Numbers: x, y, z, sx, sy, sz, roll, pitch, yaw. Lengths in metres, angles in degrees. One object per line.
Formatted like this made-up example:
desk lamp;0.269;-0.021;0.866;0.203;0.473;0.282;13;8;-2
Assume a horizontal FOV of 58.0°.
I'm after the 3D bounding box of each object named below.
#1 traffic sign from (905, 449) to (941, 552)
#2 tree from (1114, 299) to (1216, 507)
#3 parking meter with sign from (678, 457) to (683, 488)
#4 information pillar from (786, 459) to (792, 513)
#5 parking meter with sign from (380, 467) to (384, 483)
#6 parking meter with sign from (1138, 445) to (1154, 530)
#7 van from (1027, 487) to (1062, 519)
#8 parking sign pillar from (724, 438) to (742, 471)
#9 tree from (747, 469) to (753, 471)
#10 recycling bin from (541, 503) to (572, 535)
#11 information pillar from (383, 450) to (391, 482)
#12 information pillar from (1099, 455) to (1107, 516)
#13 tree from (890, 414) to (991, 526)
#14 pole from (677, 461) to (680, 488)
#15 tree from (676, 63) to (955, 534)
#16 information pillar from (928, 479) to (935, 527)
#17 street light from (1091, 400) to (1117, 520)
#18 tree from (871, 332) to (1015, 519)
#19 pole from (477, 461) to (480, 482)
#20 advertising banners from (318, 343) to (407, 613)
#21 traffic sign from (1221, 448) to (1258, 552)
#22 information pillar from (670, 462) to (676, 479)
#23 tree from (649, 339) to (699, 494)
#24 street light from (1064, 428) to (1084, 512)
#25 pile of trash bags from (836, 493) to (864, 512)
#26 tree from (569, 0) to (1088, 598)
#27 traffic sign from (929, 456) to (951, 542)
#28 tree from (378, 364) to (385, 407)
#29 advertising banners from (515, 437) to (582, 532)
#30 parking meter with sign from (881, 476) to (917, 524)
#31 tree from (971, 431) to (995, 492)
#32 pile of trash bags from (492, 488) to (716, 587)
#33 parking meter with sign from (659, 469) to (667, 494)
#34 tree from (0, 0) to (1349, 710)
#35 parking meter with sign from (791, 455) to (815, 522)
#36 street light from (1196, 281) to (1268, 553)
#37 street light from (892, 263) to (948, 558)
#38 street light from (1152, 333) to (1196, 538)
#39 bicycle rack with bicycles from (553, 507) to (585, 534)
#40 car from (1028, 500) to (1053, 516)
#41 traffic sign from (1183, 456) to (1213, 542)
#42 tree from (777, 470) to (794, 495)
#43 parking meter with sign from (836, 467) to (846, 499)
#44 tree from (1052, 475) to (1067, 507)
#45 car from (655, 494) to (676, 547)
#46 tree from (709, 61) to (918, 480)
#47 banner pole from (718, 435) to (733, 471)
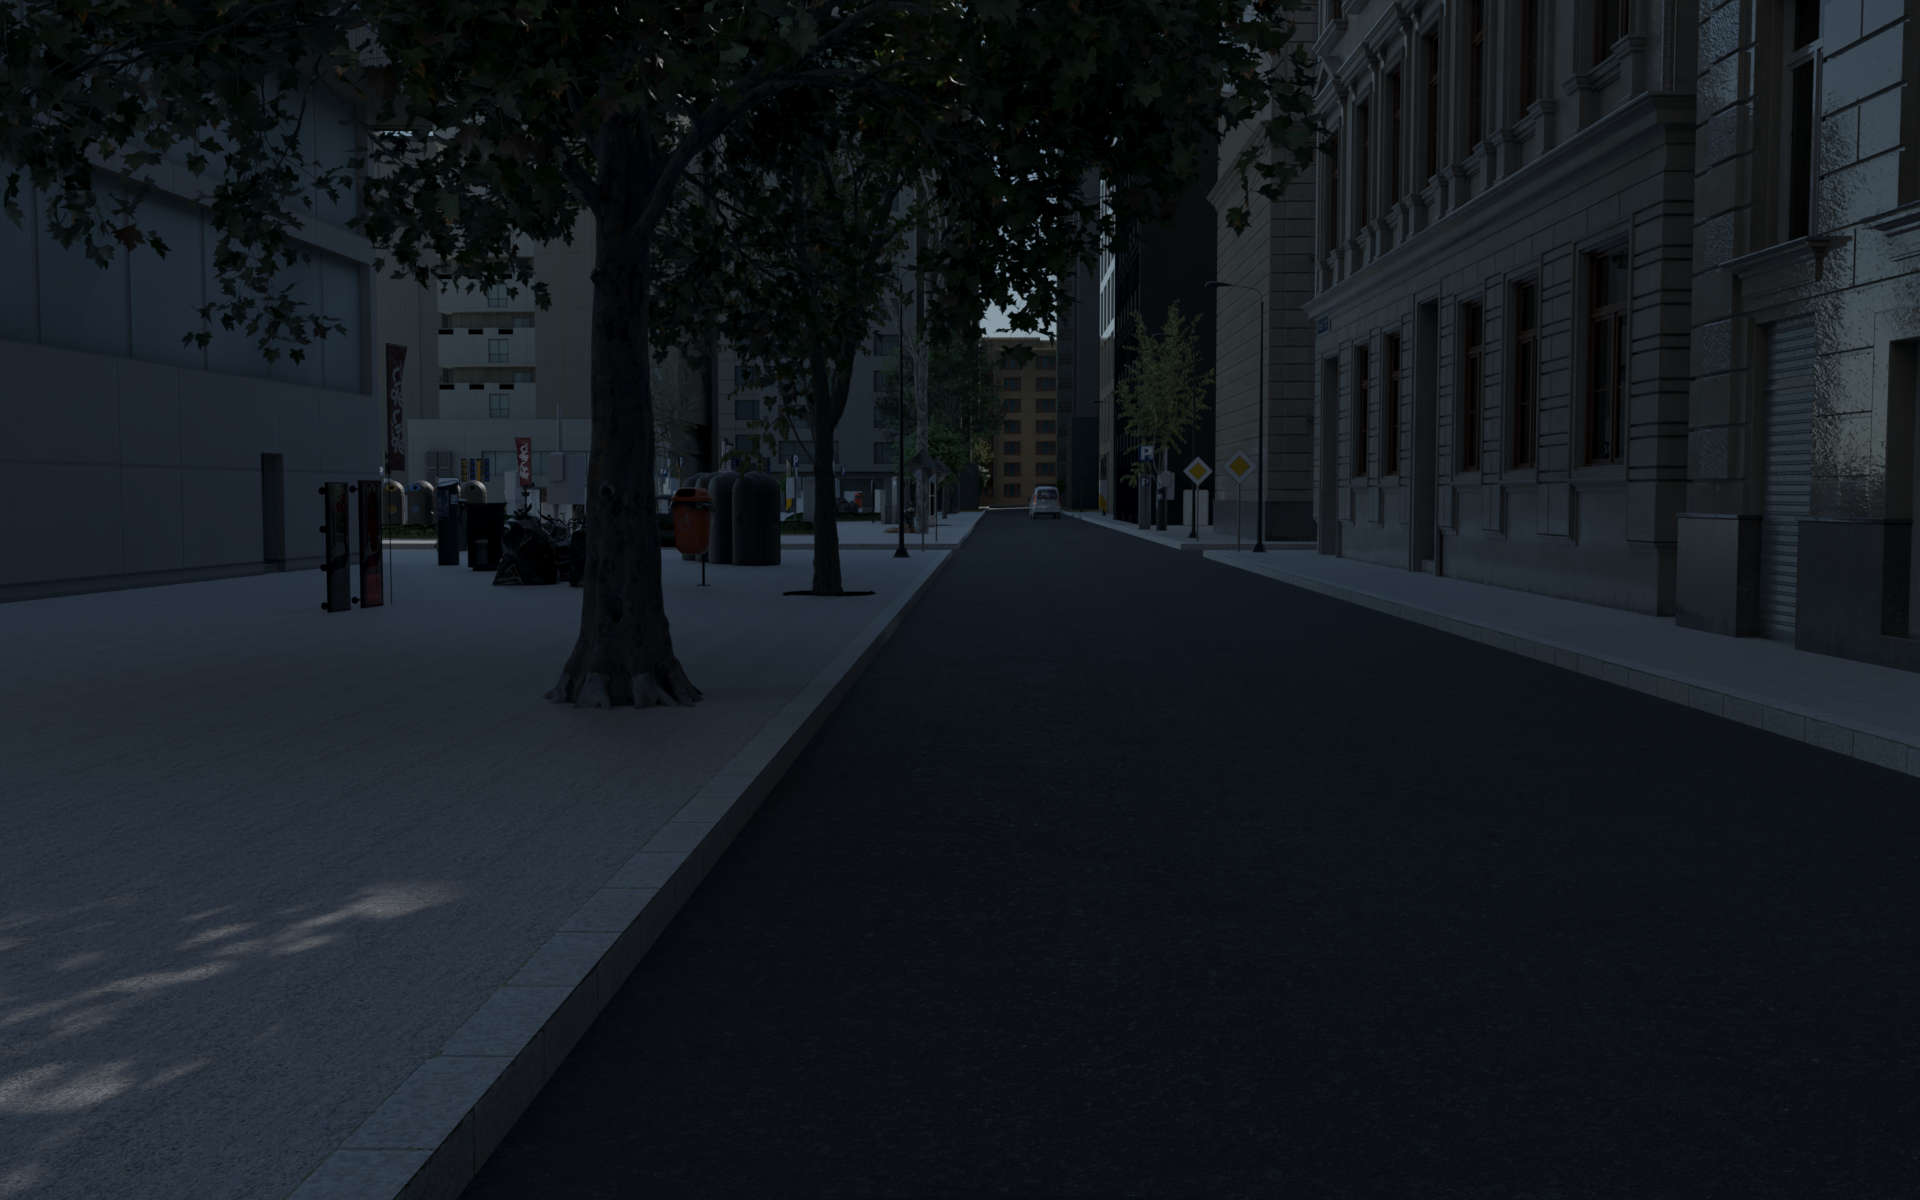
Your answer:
traffic sign;-0.815;-2.115;38.215;0.795;2.450;0.064;0;4;1
tree;7.674;-7.098;66.414;4.737;8.622;4.395;0;3;0
parking meter with sign;-12.197;-5.158;80.600;1.738;3.016;0.543;0;4;5
information pillar;-11.370;-7.569;115.114;0.183;3.616;0.504;-3;5;-42
parking meter with sign;-36.431;-6.998;110.672;0.543;3.016;1.738;1;4;22
parking meter with sign;6.739;-4.078;62.943;0.543;3.016;1.738;0;4;5
van;4.951;-5.740;100.857;2.013;2.044;4.112;0;4;-1
parking sign pillar;-10.886;-5.797;83.253;1.447;3.967;1.447;1;4;16
tree;-14.854;-7.641;119.536;1.663;3.219;1.824;0;3;0
recycling bin;-11.805;-2.334;50.722;0.722;1.027;0.722;0;4;5
information pillar;-30.636;-6.198;92.696;0.183;3.616;0.504;2;4;25
information pillar;8.526;-6.839;103.167;0.504;3.616;0.183;-2;4;-30
tree;-1.002;-5.294;70.278;4.285;4.588;4.351;0;3;0
pole;-17.526;-6.975;107.891;0.158;3.312;0.155;0;3;0
tree;-2.441;-12.238;55.972;12.611;20.169;13.585;0;3;0
information pillar;-1.185;-3.819;66.929;0.304;2.012;0.304;3;4;38
street light;7.207;-6.937;85.963;1.470;5.913;1.316;0;4;1
tree;-0.979;-9.443;88.799;8.767;10.594;7.601;2;4;27
pole;-30.023;-6.987;108.076;0.158;3.312;0.155;0;3;0
advertising banners;-6.686;-1.429;19.558;0.090;3.025;2.074;1;4;8
traffic sign;6.127;-2.103;38.034;0.795;2.450;0.064;0;4;1
information pillar;-20.241;-7.992;122.027;0.504;3.616;0.183;1;4;10
tree;-13.286;-7.714;76.486;4.360;8.622;3.978;0;3;0
street light;7.970;-9.087;121.109;1.470;5.913;1.316;0;4;1
pile of trash bags;-6.415;-5.351;97.249;1.912;1.369;3.447;2;4;26
tree;-1.596;-5.873;21.781;9.928;11.665;9.643;0;3;0
traffic sign;-0.630;-2.603;46.198;0.795;2.450;0.064;0;4;1
tree;-23.393;-6.933;63.714;4.360;8.622;3.978;0;3;0
advertising banners;-12.695;-3.497;53.371;2.074;3.025;0.090;0;4;6
parking meter with sign;-2.538;-4.746;73.860;1.738;3.016;0.543;-2;4;-34
tree;1.763;-14.087;180.685;4.360;8.622;3.978;0;3;0
pile of trash bags;-4.954;-0.904;24.532;3.447;1.369;1.912;2;4;25
parking meter with sign;-19.972;-7.461;118.246;0.543;3.016;1.738;-2;4;-30
tree;-2.030;-5.706;10.305;9.611;12.733;9.660;0;3;0
parking meter with sign;-6.526;-4.893;76.254;1.738;3.016;0.543;1;4;22
street light;6.058;-4.003;37.986;1.470;5.913;1.316;0;4;1
street light;-0.642;-3.811;34.843;1.470;5.913;1.316;0;4;1
street light;6.253;-4.751;50.227;1.470;5.913;1.316;0;4;1
bicycle rack with bicycles;-10.028;-2.124;48.103;2.925;0.926;2.852;-1;4;-21
car;5.324;-6.173;110.516;1.945;1.707;3.694;0;4;1
traffic sign;6.312;-2.592;46.017;0.795;2.450;0.064;0;4;1
tree;-11.976;-7.749;121.290;1.663;3.219;1.824;0;3;0
parking meter with sign;-8.319;-7.107;112.466;1.738;3.016;0.543;2;4;24
tree;9.894;-10.894;172.717;1.663;3.219;1.824;0;3;0
car;-6.504;-1.961;41.852;4.222;1.686;2.009;0;4;2
tree;-2.423;-4.792;28.709;4.737;8.622;4.395;0;3;0
banner pole;-10.056;-5.145;74.145;0.863;3.779;0.401;-2;4;-30
